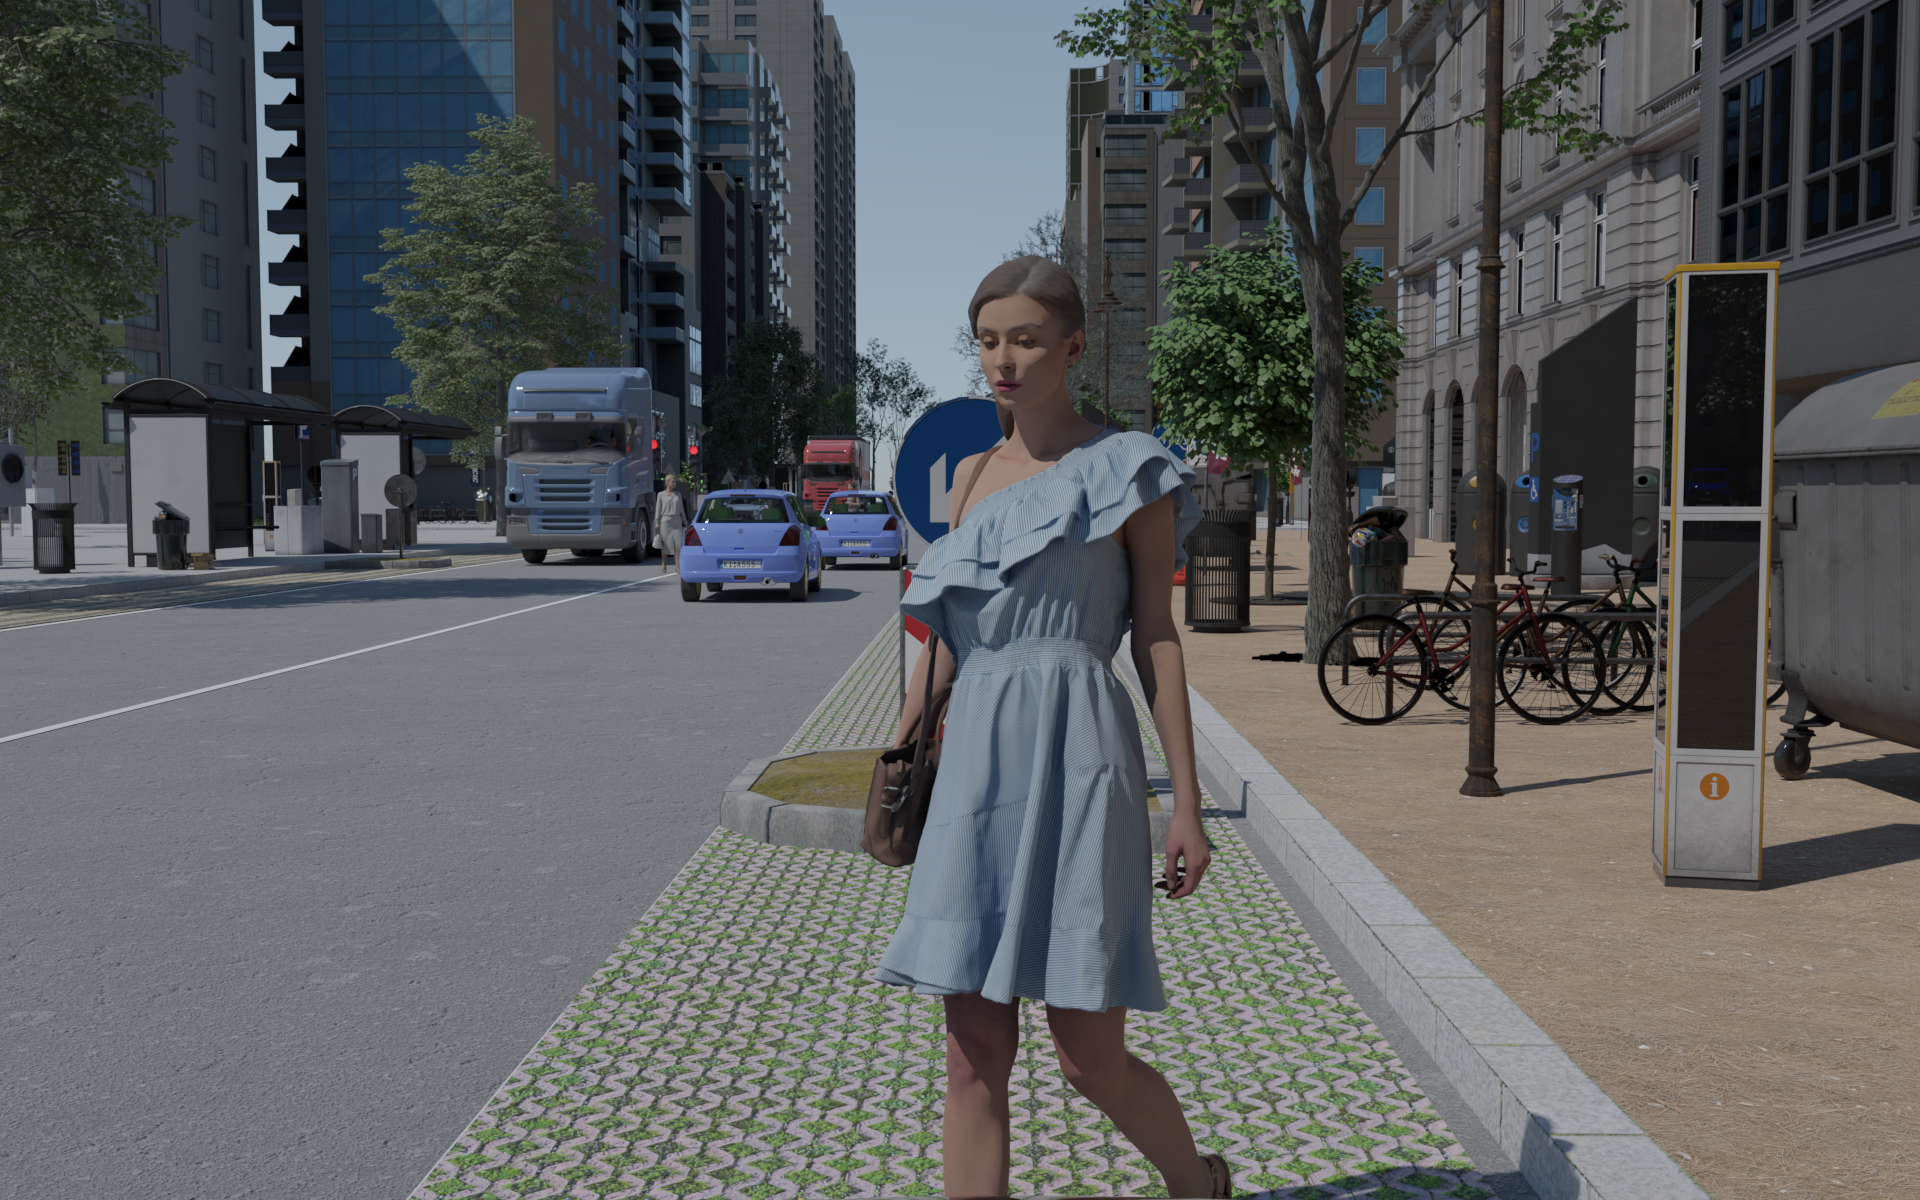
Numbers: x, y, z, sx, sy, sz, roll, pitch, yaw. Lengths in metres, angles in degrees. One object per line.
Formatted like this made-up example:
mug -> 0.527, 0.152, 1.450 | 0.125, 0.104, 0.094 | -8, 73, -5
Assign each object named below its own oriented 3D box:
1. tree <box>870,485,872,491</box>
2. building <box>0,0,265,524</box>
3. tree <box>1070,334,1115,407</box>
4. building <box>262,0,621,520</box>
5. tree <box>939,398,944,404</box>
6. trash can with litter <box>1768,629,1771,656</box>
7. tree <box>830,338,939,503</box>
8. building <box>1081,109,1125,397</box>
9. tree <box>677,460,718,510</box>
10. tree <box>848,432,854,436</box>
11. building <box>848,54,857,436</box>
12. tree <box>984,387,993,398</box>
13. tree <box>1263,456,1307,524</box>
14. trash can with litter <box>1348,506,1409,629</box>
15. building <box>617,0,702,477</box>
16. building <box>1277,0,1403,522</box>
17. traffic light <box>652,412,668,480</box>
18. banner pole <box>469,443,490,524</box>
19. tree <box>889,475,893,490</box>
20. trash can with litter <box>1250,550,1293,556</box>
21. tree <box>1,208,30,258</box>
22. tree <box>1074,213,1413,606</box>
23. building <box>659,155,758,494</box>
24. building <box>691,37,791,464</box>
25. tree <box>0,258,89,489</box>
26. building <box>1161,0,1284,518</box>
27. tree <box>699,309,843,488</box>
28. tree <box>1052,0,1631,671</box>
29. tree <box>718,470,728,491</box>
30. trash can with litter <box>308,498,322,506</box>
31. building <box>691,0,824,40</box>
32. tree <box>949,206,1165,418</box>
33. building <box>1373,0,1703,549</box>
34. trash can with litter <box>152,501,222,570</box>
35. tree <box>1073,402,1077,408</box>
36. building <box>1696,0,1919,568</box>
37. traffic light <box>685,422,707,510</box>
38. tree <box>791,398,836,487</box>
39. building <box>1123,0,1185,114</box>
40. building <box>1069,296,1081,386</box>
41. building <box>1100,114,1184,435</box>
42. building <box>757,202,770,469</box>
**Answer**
tree -> -10.139, -11.647, 185.032 | 1.663, 3.219, 1.824 | 0, 3, 0
building -> -42.153, -24.238, 79.886 | 14.086, 41.232, 14.154 | 0, 4, 1
tree -> 5.514, -11.238, 101.870 | 7.486, 12.596, 7.792 | 0, 3, 0
building -> -26.133, -26.889, 89.745 | 14.600, 45.320, 14.200 | 0, 4, 1
tree -> -7.740, -23.335, 237.411 | 12.611, 20.169, 13.585 | 0, 3, 0
trash can with litter -> 7.077, -0.174, 13.908 | 1.678, 1.210, 2.233 | -1, 4, -14
tree -> -9.517, -21.520, 207.739 | 12.611, 20.169, 13.585 | 0, 3, 0
building -> 21.393, -33.785, 202.497 | 14.600, 45.320, 14.200 | 0, 4, 1
tree -> -12.976, -5.480, 84.203 | 1.663, 3.219, 1.824 | 0, 3, 0
tree -> -11.263, -13.847, 176.758 | 4.360, 8.622, 3.978 | 0, 3, 0
building -> -26.200, -50.552, 264.777 | 20.563, 71.187, 20.611 | 0, 4, 1
tree -> 6.243, -15.291, 156.661 | 9.857, 13.997, 8.962 | 0, 3, 0
tree -> 13.626, -4.841, 73.748 | 1.663, 3.219, 1.824 | 0, 3, 0
trash can with litter -> 3.881, -0.324, 16.677 | 0.624, 1.170, 1.055 | -1, 4, -10
building -> -29.875, -49.324, 119.115 | 22.319, 86.520, 31.000 | 0, 4, 1
building -> 22.860, -26.267, 79.572 | 14.200, 45.320, 14.600 | 0, 4, 1
traffic light -> -10.475, -4.321, 59.566 | 0.839, 4.253, 0.868 | 0, 4, 1
banner pole -> -20.609, -5.149, 74.209 | 0.863, 3.779, 0.401 | 0, 4, -1
tree -> -9.062, -16.849, 259.188 | 4.285, 4.588, 4.351 | 0, 3, 0
trash can with litter -> 5.860, -1.552, 36.439 | 2.233, 1.210, 1.678 | 1, 4, 19
tree -> -22.871, -5.481, 39.981 | 4.360, 8.622, 3.978 | 0, 3, 0
tree -> 3.643, -2.241, 20.354 | 4.285, 4.588, 4.351 | 0, 3, 0
building -> -25.942, -23.165, 150.451 | 14.160, 30.474, 14.107 | 0, 4, 1
building -> -30.286, -34.685, 186.707 | 23.786, 49.044, 30.456 | 0, 4, 1
tree -> -30.641, -6.501, 56.660 | 4.360, 8.622, 3.978 | 0, 3, 0
building -> 23.777, -27.480, 103.919 | 22.147, 44.769, 28.867 | 0, 4, 1
tree -> -11.763, -11.637, 107.267 | 9.611, 12.733, 9.660 | 0, 3, 0
tree -> 2.653, -5.329, 12.886 | 9.928, 11.665, 9.643 | 0, 3, 0
tree -> -19.234, -8.854, 139.365 | 1.663, 3.219, 1.824 | 0, 3, 0
trash can with litter -> -17.325, -2.185, 47.114 | 0.624, 1.170, 1.055 | -3, 4, -38
building -> -27.453, -49.295, 244.227 | 20.563, 71.187, 20.611 | 0, 4, 1
tree -> 4.486, -10.071, 75.034 | 12.009, 13.543, 11.850 | 0, 3, 0
building -> 18.420, -12.044, 38.728 | 13.314, 21.916, 24.055 | 0, 4, 1
trash can with litter -> -13.089, -1.098, 29.333 | 1.055, 1.170, 0.624 | 0, 4, -6
tree -> 4.107, -8.214, 84.665 | 4.360, 8.622, 3.978 | 0, 3, 0
building -> 17.824, -13.520, 14.565 | 14.314, 27.812, 24.014 | 0, 4, 1
traffic light -> -10.308, -4.809, 67.550 | 0.839, 4.253, 0.868 | 0, 4, 1
tree -> -11.128, -10.878, 128.212 | 4.737, 8.622, 4.395 | 0, 3, 0
building -> 25.591, -52.953, 178.448 | 22.319, 86.520, 31.000 | 0, 4, 1
building -> 22.648, -29.364, 251.803 | 14.160, 30.474, 14.107 | 0, 4, 1
building -> 17.813, -22.220, 134.994 | 14.160, 30.474, 14.107 | 0, 4, 1
building -> -25.914, -24.027, 164.535 | 14.160, 30.474, 14.107 | 0, 4, 1
